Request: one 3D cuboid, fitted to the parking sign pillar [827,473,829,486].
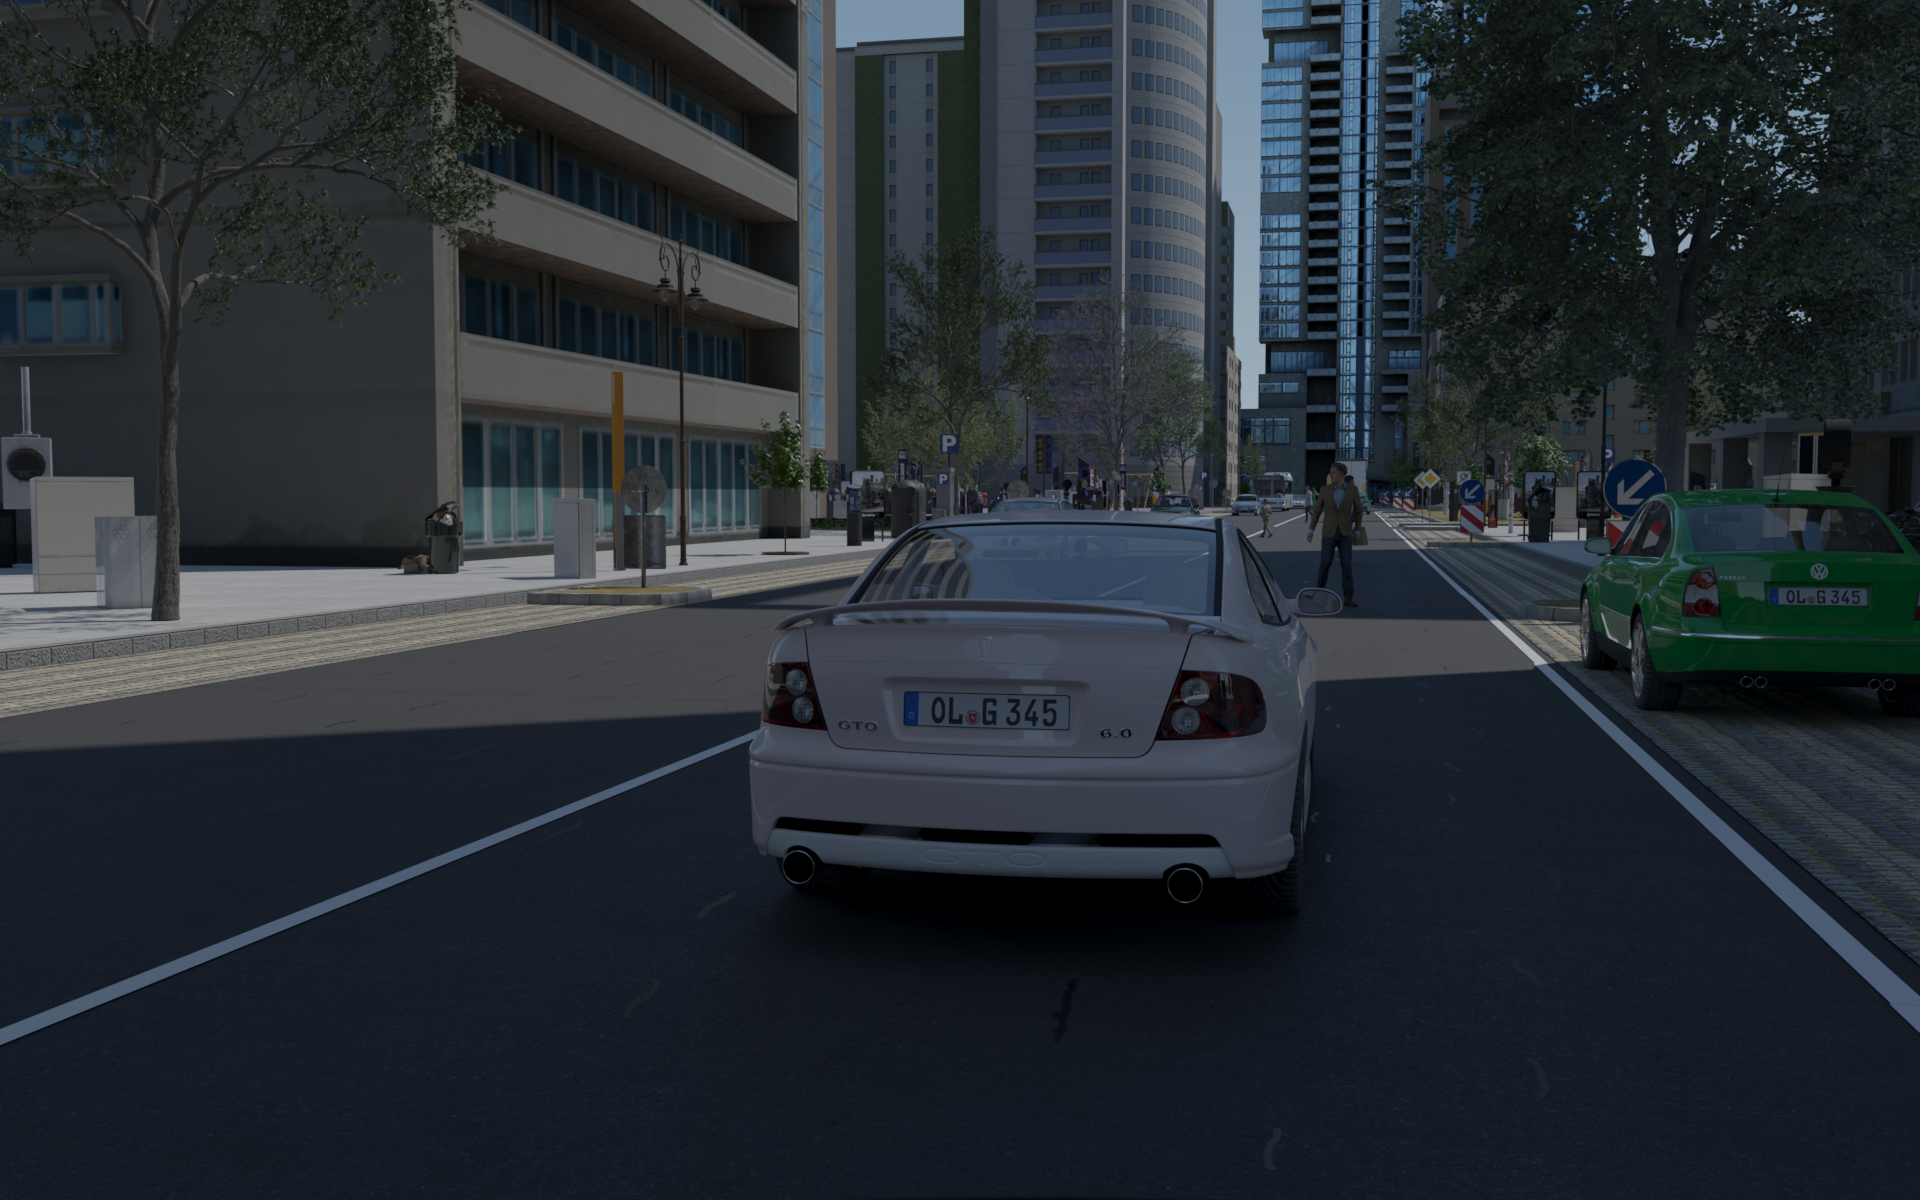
[{"bbox_3d":[-11.007,-9.083,136.972,1.447,3.967,1.447,-1,4,-14],"label":"parking sign pillar"}]

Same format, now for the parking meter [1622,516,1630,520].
[{"bbox_3d":[30.309,-4.302,78.746,0.372,1.533,0.369,0,3,0],"label":"parking meter"}]

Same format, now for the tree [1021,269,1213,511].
[{"bbox_3d":[8.481,-11.238,94.107,12.009,13.543,11.850,0,3,0],"label":"tree"}]

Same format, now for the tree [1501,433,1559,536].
[{"bbox_3d":[17.588,-3.564,52.868,1.663,3.219,1.824,0,3,0],"label":"tree"}]

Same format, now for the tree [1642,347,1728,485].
[{"bbox_3d":[35.470,-8.191,84.289,4.737,8.622,4.395,0,3,0],"label":"tree"}]

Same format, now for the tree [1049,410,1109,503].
[{"bbox_3d":[9.111,-11.680,141.338,4.360,8.622,3.978,0,3,0],"label":"tree"}]

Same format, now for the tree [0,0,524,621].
[{"bbox_3d":[-7.829,-5.083,17.521,8.767,10.594,7.601,3,5,41],"label":"tree"}]

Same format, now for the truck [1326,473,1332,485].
[{"bbox_3d":[35.682,-10.118,161.346,3.469,3.379,9.791,1,4,14],"label":"truck"}]

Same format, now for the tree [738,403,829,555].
[{"bbox_3d":[-3.634,-2.580,36.779,1.663,3.219,1.824,0,3,0],"label":"tree"}]

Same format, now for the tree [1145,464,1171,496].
[{"bbox_3d":[12.678,-6.987,108.843,1.663,3.219,1.824,0,3,0],"label":"tree"}]

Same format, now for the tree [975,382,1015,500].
[{"bbox_3d":[0.144,-9.470,105.194,4.737,8.622,4.395,0,3,0],"label":"tree"}]

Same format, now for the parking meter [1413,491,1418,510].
[{"bbox_3d":[36.783,-8.036,139.795,0.372,1.533,0.369,0,3,0],"label":"parking meter"}]

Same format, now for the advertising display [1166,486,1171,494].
[{"bbox_3d":[15.994,-7.868,133.851,0.123,1.923,0.974,3,5,40],"label":"advertising display"}]

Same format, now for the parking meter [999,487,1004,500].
[{"bbox_3d":[3.371,-8.157,139.085,0.255,1.863,0.399,-3,5,-39],"label":"parking meter"}]

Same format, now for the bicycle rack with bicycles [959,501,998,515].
[{"bbox_3d":[1.115,-4.812,92.055,2.852,0.926,2.925,0,4,-4],"label":"bicycle rack with bicycles"}]

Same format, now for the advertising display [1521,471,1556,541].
[{"bbox_3d":[15.897,-2.592,47.593,0.974,1.923,0.123,-1,4,-13],"label":"advertising display"}]

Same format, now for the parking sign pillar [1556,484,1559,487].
[{"bbox_3d":[33.268,-6.710,98.185,1.447,3.967,1.447,-3,4,-39],"label":"parking sign pillar"}]

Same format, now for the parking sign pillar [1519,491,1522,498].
[{"bbox_3d":[46.832,-9.451,142.994,1.447,3.967,1.447,0,4,2],"label":"parking sign pillar"}]

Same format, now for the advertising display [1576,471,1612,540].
[{"bbox_3d":[17.521,-2.610,47.881,0.123,1.923,0.974,-3,5,-44],"label":"advertising display"}]

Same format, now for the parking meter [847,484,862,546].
[{"bbox_3d":[-2.611,-2.101,42.757,0.372,1.533,0.369,0,3,0],"label":"parking meter"}]

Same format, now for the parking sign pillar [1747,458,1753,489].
[{"bbox_3d":[49.135,-7.340,108.476,1.447,3.967,1.447,0,4,1],"label":"parking sign pillar"}]

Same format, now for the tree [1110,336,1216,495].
[{"bbox_3d":[13.380,-11.568,114.888,9.928,11.665,9.643,0,3,0],"label":"tree"}]

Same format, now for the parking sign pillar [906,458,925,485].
[{"bbox_3d":[-3.366,-8.762,131.737,1.447,3.967,1.447,1,4,22],"label":"parking sign pillar"}]

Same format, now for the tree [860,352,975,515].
[{"bbox_3d":[-2.518,-8.417,87.979,4.737,8.622,4.395,0,3,0],"label":"tree"}]

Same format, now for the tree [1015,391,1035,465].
[{"bbox_3d":[2.908,-9.976,113.475,4.737,8.622,4.395,0,3,0],"label":"tree"}]

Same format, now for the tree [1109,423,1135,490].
[{"bbox_3d":[12.610,-12.090,148.041,4.360,8.622,3.978,0,3,0],"label":"tree"}]

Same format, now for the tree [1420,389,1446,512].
[{"bbox_3d":[33.956,-10.398,120.369,4.360,8.622,3.978,0,3,0],"label":"tree"}]

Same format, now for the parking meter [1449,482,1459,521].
[{"bbox_3d":[23.177,-4.621,81.270,0.399,1.863,0.255,-2,4,-29],"label":"parking meter"}]

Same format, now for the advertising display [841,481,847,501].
[{"bbox_3d":[-5.337,-4.783,83.409,0.974,1.923,0.123,2,4,35],"label":"advertising display"}]

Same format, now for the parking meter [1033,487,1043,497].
[{"bbox_3d":[2.987,-3.545,66.376,0.372,1.533,0.369,0,3,0],"label":"parking meter"}]

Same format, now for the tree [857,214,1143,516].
[{"bbox_3d":[0.113,-7.497,56.988,7.601,10.594,8.767,-3,4,-36],"label":"tree"}]

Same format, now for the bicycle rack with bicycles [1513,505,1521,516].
[{"bbox_3d":[31.745,-5.390,101.504,2.852,0.926,2.925,0,4,1],"label":"bicycle rack with bicycles"}]

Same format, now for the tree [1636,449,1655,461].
[{"bbox_3d":[48.016,-8.316,119.682,4.285,4.588,4.351,0,3,0],"label":"tree"}]

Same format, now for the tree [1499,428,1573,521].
[{"bbox_3d":[27.812,-6.109,83.597,4.285,4.588,4.351,0,3,0],"label":"tree"}]

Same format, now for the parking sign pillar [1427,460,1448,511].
[{"bbox_3d":[35.494,-8.573,128.636,1.447,3.967,1.447,0,4,-1],"label":"parking sign pillar"}]

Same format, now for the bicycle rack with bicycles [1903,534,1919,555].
[{"bbox_3d":[15.053,-0.934,28.651,2.852,0.926,2.925,-1,4,-14],"label":"bicycle rack with bicycles"}]

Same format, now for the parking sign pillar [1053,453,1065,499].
[{"bbox_3d":[6.482,-7.656,113.655,1.447,3.967,1.447,1,4,20],"label":"parking sign pillar"}]

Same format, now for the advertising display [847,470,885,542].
[{"bbox_3d":[-2.492,-2.534,46.642,0.974,1.923,0.123,-1,4,-22],"label":"advertising display"}]

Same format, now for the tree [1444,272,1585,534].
[{"bbox_3d":[18.162,-6.465,56.069,4.360,8.622,3.978,0,3,0],"label":"tree"}]

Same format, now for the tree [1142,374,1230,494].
[{"bbox_3d":[15.701,-11.532,122.967,7.601,10.594,8.767,1,4,17],"label":"tree"}]

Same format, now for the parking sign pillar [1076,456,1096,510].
[{"bbox_3d":[9.049,-8.276,123.789,1.447,3.967,1.447,1,4,17],"label":"parking sign pillar"}]

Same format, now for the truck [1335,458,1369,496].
[{"bbox_3d":[31.944,-9.318,141.266,2.839,4.237,11.283,1,4,13],"label":"truck"}]

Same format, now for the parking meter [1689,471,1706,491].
[{"bbox_3d":[18.883,-2.364,44.364,0.399,1.863,0.255,1,4,20],"label":"parking meter"}]

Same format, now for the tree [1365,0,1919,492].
[{"bbox_3d":[11.495,-7.392,27.522,9.857,13.997,8.962,0,3,0],"label":"tree"}]

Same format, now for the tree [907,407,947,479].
[{"bbox_3d":[-1.881,-11.689,141.471,4.360,8.622,3.978,0,3,0],"label":"tree"}]
